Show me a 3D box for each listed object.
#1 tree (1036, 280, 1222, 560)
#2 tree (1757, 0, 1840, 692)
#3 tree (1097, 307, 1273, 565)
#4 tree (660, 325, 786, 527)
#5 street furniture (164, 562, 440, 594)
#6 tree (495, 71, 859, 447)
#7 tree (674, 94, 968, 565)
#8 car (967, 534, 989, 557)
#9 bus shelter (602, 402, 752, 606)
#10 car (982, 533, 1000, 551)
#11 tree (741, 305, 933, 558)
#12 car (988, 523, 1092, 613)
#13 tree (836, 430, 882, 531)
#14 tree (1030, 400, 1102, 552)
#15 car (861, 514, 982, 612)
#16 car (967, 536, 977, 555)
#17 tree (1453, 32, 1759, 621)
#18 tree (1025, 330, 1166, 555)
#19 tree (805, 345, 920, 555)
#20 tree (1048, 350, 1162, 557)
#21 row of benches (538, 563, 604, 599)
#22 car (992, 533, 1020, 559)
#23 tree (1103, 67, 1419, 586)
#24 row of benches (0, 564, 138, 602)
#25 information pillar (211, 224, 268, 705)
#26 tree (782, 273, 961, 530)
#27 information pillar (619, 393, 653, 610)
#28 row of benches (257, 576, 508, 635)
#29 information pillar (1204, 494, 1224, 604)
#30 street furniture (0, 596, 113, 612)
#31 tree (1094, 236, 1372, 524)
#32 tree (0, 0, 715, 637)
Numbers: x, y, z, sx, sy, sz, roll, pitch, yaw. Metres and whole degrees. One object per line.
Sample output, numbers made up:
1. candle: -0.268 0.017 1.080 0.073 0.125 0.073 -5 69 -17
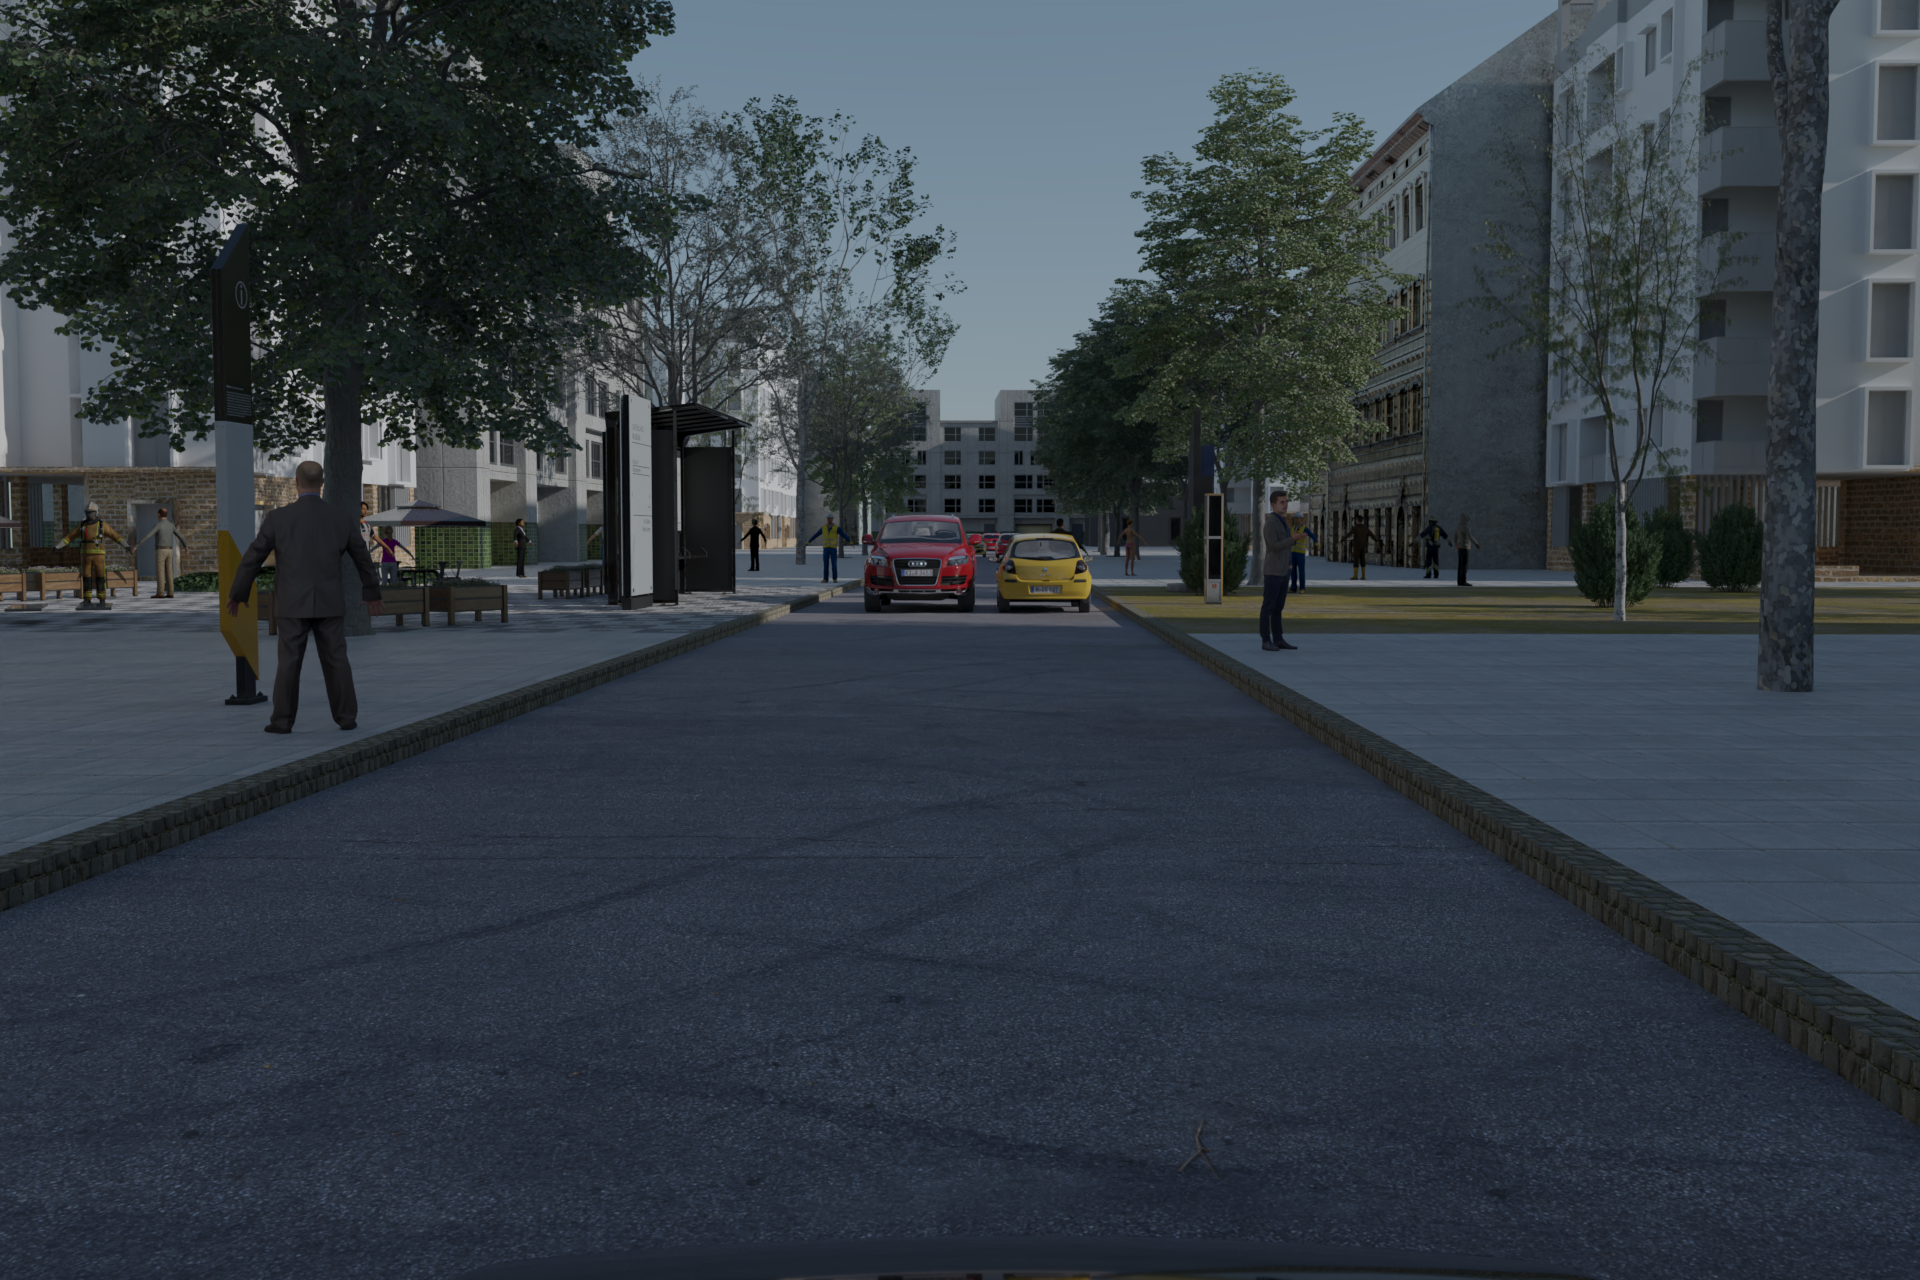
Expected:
1. tree: 8.450 -10.892 84.747 9.857 13.997 8.962 0 3 0
2. tree: 8.122 -9.609 12.990 12.611 20.169 13.585 0 3 0
3. tree: 9.142 -8.196 68.415 7.601 10.594 8.767 -3 5 -41
4. tree: -7.720 -6.486 56.403 4.360 8.622 3.978 0 3 0
5. street furniture: -15.806 -1.620 42.111 5.734 0.657 10.072 0 4 -8
6. tree: -7.545 -8.314 46.304 12.009 13.543 11.850 0 3 0
7. tree: -6.085 -13.294 73.251 12.611 20.169 13.585 0 3 0
8. car: 0.795 -5.988 108.130 2.015 1.641 3.980 0 4 1
9. bus shelter: -5.433 -2.615 34.031 1.731 3.624 6.357 0 4 2
10. car: 2.238 -6.938 122.480 2.155 1.783 4.494 0 4 1
11. tree: -6.259 -11.110 92.026 12.009 13.543 11.850 0 3 0
12. car: 1.550 -1.391 32.968 2.015 1.641 3.980 0 4 0
13. tree: -6.089 -10.040 114.508 4.360 8.622 3.978 0 3 0
14. tree: 9.812 -12.944 122.006 12.009 13.543 11.850 0 3 0
15. car: -0.719 -1.520 33.533 2.281 1.827 5.304 0 4 1
16. car: -0.108 -4.610 87.951 1.945 1.354 3.894 0 4 1
17. tree: 9.956 -4.597 25.517 4.360 8.622 3.978 0 3 0
18. tree: 8.814 -12.189 105.938 9.857 13.997 8.962 0 3 0
19. tree: -6.114 -11.346 103.632 7.486 12.596 7.792 0 3 0
20. tree: 8.758 -10.430 96.287 9.928 11.665 9.643 0 3 0
21. row of benches: -7.864 -1.249 35.885 1.422 0.672 4.104 0 4 4
22. car: 2.900 -5.467 98.433 2.155 1.783 4.494 0 4 1
23. tree: 7.438 -7.657 43.323 7.486 12.596 7.792 0 3 0
24. row of benches: -17.744 -1.129 33.916 1.422 0.672 4.104 1 4 17
25. information pillar: -5.413 -1.321 12.947 0.183 3.616 0.504 0 4 1
26. tree: -6.647 -16.532 126.184 12.611 20.169 13.585 0 3 0
27. information pillar: -5.563 -2.353 29.793 0.184 3.620 1.656 0 4 2
28. row of benches: -7.857 -0.510 23.801 1.422 0.672 4.104 2 4 33
29. information pillar: 4.634 -1.661 31.644 0.304 2.012 0.304 0 4 0
30. street furniture: -18.765 -1.161 25.832 11.010 1.723 9.812 -2 4 -25
31. tree: 8.196 -7.232 52.648 8.767 10.594 7.601 1 4 8
32. tree: -7.804 -7.033 21.640 9.857 13.997 8.962 0 3 0
